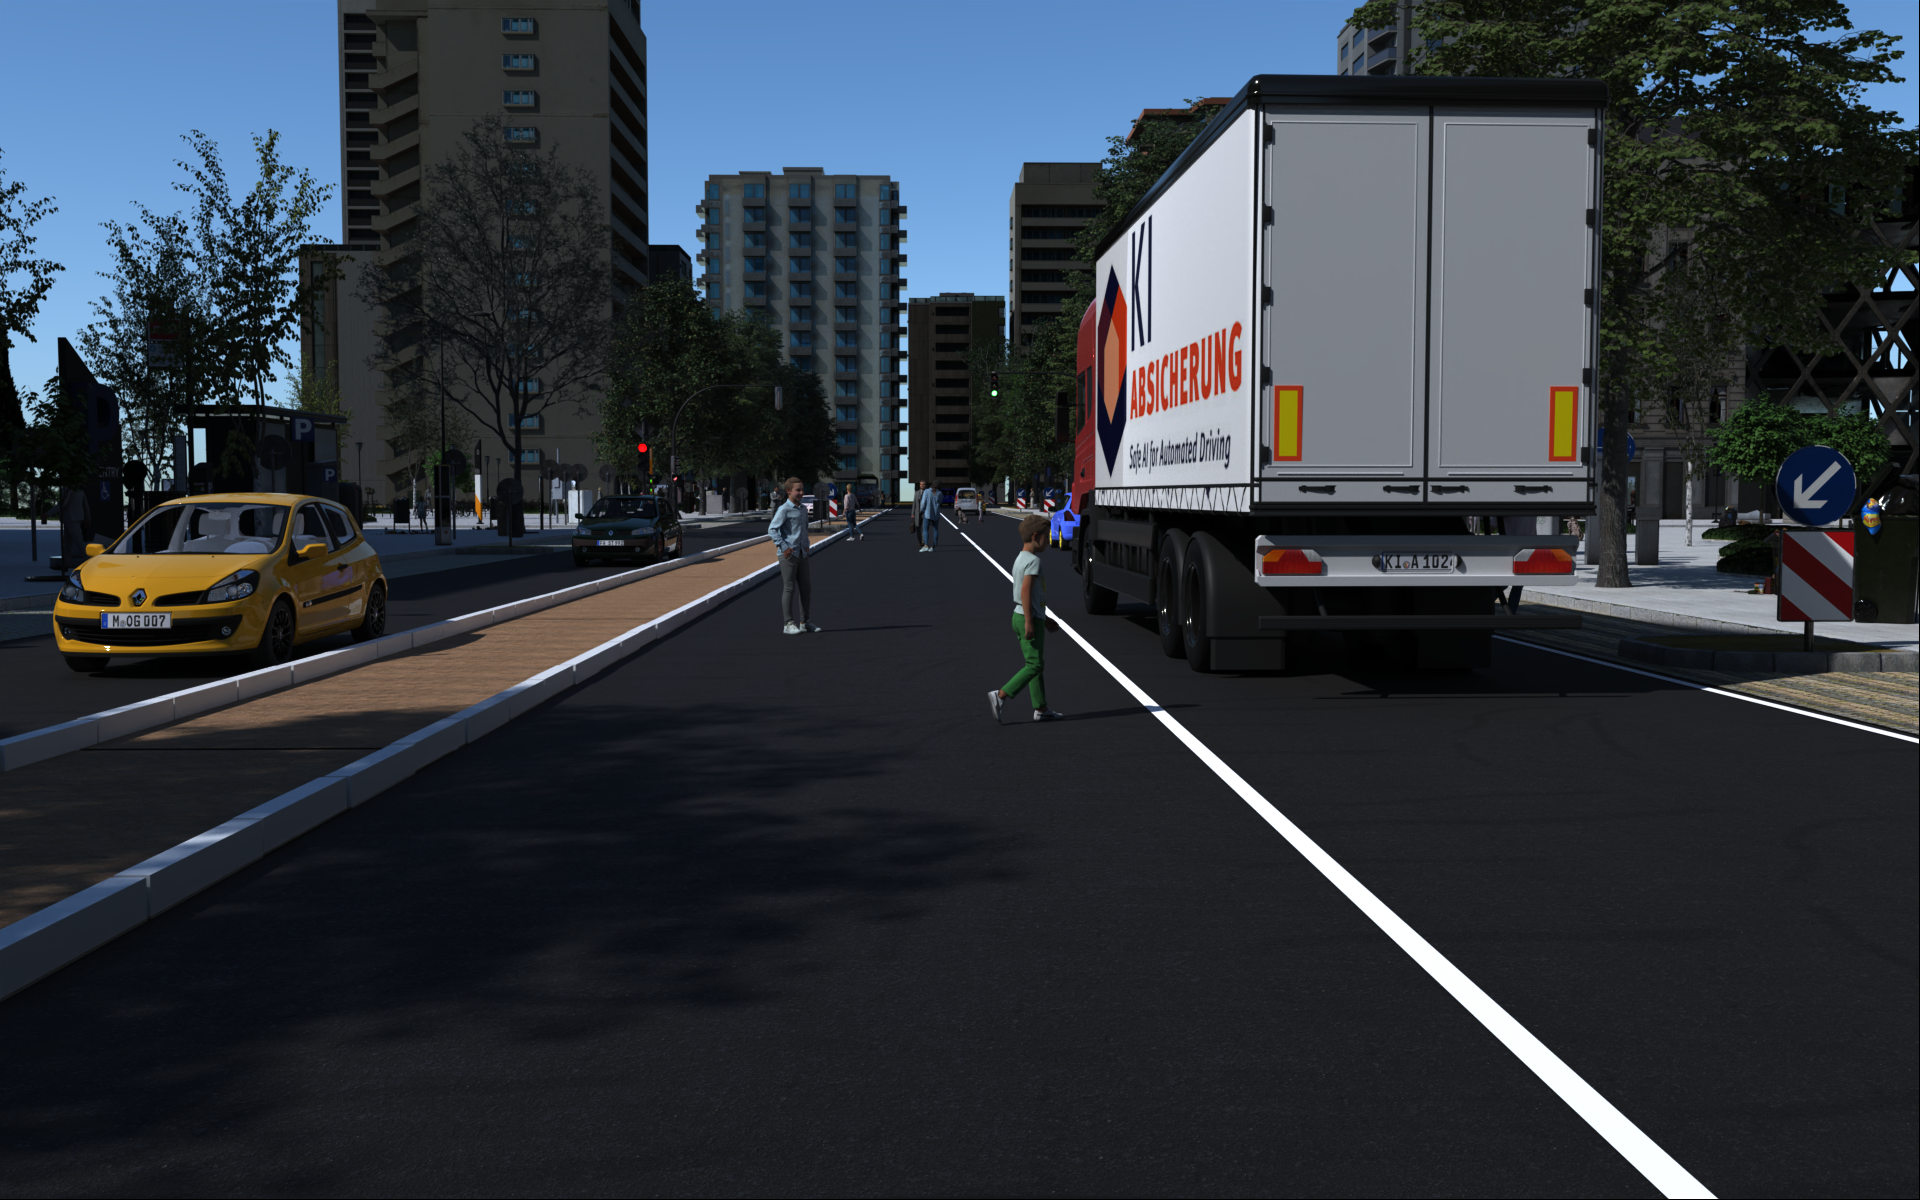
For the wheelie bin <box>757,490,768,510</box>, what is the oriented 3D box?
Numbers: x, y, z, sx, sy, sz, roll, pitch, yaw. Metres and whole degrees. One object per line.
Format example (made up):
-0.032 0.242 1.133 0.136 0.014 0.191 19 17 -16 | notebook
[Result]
-15.608 -7.896 137.002 0.980 1.594 0.693 2 4 35 | wheelie bin

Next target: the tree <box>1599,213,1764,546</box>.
17.678 -5.624 42.308 4.360 8.622 3.978 0 3 0 | tree

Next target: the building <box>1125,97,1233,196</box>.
30.273 -33.067 195.266 22.147 44.769 28.867 0 4 -1 | building

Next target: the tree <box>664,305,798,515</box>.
-15.331 -11.384 104.262 7.486 12.596 7.792 0 3 0 | tree

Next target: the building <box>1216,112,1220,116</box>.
35.383 -29.165 168.726 32.217 40.220 23.993 0 4 -1 | building

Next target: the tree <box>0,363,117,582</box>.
-13.309 -1.910 25.835 1.663 3.219 1.824 0 3 0 | tree

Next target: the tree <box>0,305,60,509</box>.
-70.165 -13.580 123.850 13.155 14.587 18.604 0 4 -8 | tree

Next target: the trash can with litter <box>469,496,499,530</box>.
-17.115 -3.148 62.528 1.678 1.210 2.233 1 4 16 | trash can with litter

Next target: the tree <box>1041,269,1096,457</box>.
7.743 -10.108 83.387 7.486 12.596 7.792 0 3 0 | tree

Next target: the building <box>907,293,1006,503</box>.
-0.619 -29.364 251.801 14.107 30.474 14.160 0 4 -1 | building

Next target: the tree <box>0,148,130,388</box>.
-20.969 -5.251 36.219 4.737 8.622 4.395 0 3 0 | tree

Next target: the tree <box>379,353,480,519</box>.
-27.519 -8.403 87.749 4.360 8.622 3.978 0 3 0 | tree

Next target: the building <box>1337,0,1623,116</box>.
59.640 -40.223 199.637 28.212 58.520 21.231 0 4 -1 | building

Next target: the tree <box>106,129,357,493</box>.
-14.204 -5.127 34.189 4.737 8.622 4.395 0 3 0 | tree

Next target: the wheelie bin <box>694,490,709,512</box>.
-18.845 -7.176 125.237 0.980 1.594 0.693 0 4 -5 | wheelie bin

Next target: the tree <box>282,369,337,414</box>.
-38.484 -9.280 102.089 4.360 8.622 3.978 0 3 0 | tree

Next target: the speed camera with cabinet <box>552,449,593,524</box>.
-16.817 -4.943 75.149 2.038 3.252 0.660 3 4 38 | speed camera with cabinet

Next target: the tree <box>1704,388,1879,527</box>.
24.906 -4.275 53.611 4.285 4.588 4.351 0 3 0 | tree

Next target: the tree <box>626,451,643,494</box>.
-27.603 -11.883 144.644 4.360 8.622 3.978 0 3 0 | tree

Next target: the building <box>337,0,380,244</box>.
-76.968 -49.805 252.563 20.611 71.187 20.563 0 4 -1 | building

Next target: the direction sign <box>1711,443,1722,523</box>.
33.615 -5.193 76.910 0.876 3.537 0.379 -3 5 -44 | direction sign

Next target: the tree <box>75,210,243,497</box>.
-21.141 -5.812 45.388 4.360 8.622 3.978 0 3 0 | tree

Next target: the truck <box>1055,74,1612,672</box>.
2.848 -1.733 17.254 2.839 4.237 11.283 0 4 -3 | truck

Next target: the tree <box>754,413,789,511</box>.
-15.469 -11.260 134.461 4.737 8.622 4.395 0 3 0 | tree

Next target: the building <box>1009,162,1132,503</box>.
18.000 -38.649 255.614 21.600 48.544 21.300 0 4 -1 | building

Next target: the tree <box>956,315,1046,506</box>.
6.315 -20.063 183.924 12.611 20.169 13.585 0 3 0 | tree

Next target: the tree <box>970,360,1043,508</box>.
5.503 -15.715 163.603 9.857 13.997 8.962 0 3 0 | tree

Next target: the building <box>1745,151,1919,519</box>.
47.751 -13.915 94.960 16.811 18.784 16.820 0 4 -1 | building

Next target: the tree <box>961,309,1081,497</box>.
6.913 -11.570 106.173 9.611 12.733 9.660 0 3 0 | tree

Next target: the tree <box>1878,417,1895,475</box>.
30.828 -4.698 60.523 4.285 4.588 4.351 0 3 0 | tree

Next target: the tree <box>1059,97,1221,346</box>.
7.898 -9.147 56.209 9.857 13.997 8.962 0 3 0 | tree

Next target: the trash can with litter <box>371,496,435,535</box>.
-17.523 -2.710 55.374 2.233 1.210 1.678 0 4 6 | trash can with litter

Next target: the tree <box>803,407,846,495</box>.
-17.736 -17.894 210.685 7.486 12.596 7.792 0 3 0 | tree

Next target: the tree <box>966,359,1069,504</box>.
6.591 -12.583 131.484 9.928 11.665 9.643 0 3 0 | tree

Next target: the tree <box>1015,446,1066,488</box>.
6.812 -11.616 140.276 4.360 8.622 3.978 0 3 0 | tree

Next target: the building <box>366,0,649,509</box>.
-40.499 -32.605 156.786 21.300 48.544 21.600 0 4 -1 | building

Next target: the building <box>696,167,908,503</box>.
-23.026 -38.941 256.287 30.456 49.044 23.786 0 4 -1 | building

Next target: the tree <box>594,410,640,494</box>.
-26.794 -11.405 136.839 4.737 8.622 4.395 0 3 0 | tree

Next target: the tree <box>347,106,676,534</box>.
-14.476 -8.907 55.996 12.009 13.543 11.850 0 3 0 | tree

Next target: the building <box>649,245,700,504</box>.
-38.461 -26.291 201.559 14.107 30.474 14.160 0 4 -1 | building

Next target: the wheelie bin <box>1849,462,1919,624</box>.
9.330 -0.578 17.359 0.693 1.594 0.980 2 4 34 | wheelie bin

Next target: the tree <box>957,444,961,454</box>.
4.386 -18.857 225.320 9.611 12.733 9.660 0 3 0 | tree

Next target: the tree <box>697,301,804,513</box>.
-15.234 -12.797 115.886 9.857 13.997 8.962 0 3 0 | tree

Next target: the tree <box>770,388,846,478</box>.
-17.663 -17.242 192.282 12.009 13.543 11.850 0 3 0 | tree

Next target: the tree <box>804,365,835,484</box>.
-16.345 -15.712 163.553 9.857 13.997 8.962 0 3 0 | tree

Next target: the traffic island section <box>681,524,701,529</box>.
-11.912 -3.058 72.281 2.009 0.180 2.903 0 4 -1 | traffic island section

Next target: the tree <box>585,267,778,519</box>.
-14.529 -10.452 87.903 9.611 12.733 9.660 0 3 0 | tree

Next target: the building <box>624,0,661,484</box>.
-41.433 -45.250 178.091 20.563 71.187 20.611 0 4 -1 | building

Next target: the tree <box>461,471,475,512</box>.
-34.915 -7.821 122.482 1.663 3.219 1.824 0 3 0 | tree

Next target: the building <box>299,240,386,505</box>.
-67.263 -26.281 201.402 14.107 30.474 14.160 0 4 -1 | building

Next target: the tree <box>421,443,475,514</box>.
-32.928 -7.815 111.484 4.285 4.588 4.351 0 3 0 | tree

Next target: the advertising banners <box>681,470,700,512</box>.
-19.016 -7.736 122.670 0.090 3.025 2.074 2 4 32 | advertising banners

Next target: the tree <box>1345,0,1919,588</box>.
9.044 -6.419 23.079 7.486 12.596 7.792 0 3 0 | tree

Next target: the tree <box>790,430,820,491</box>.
-16.329 -14.136 181.488 4.360 8.622 3.978 0 3 0 | tree
